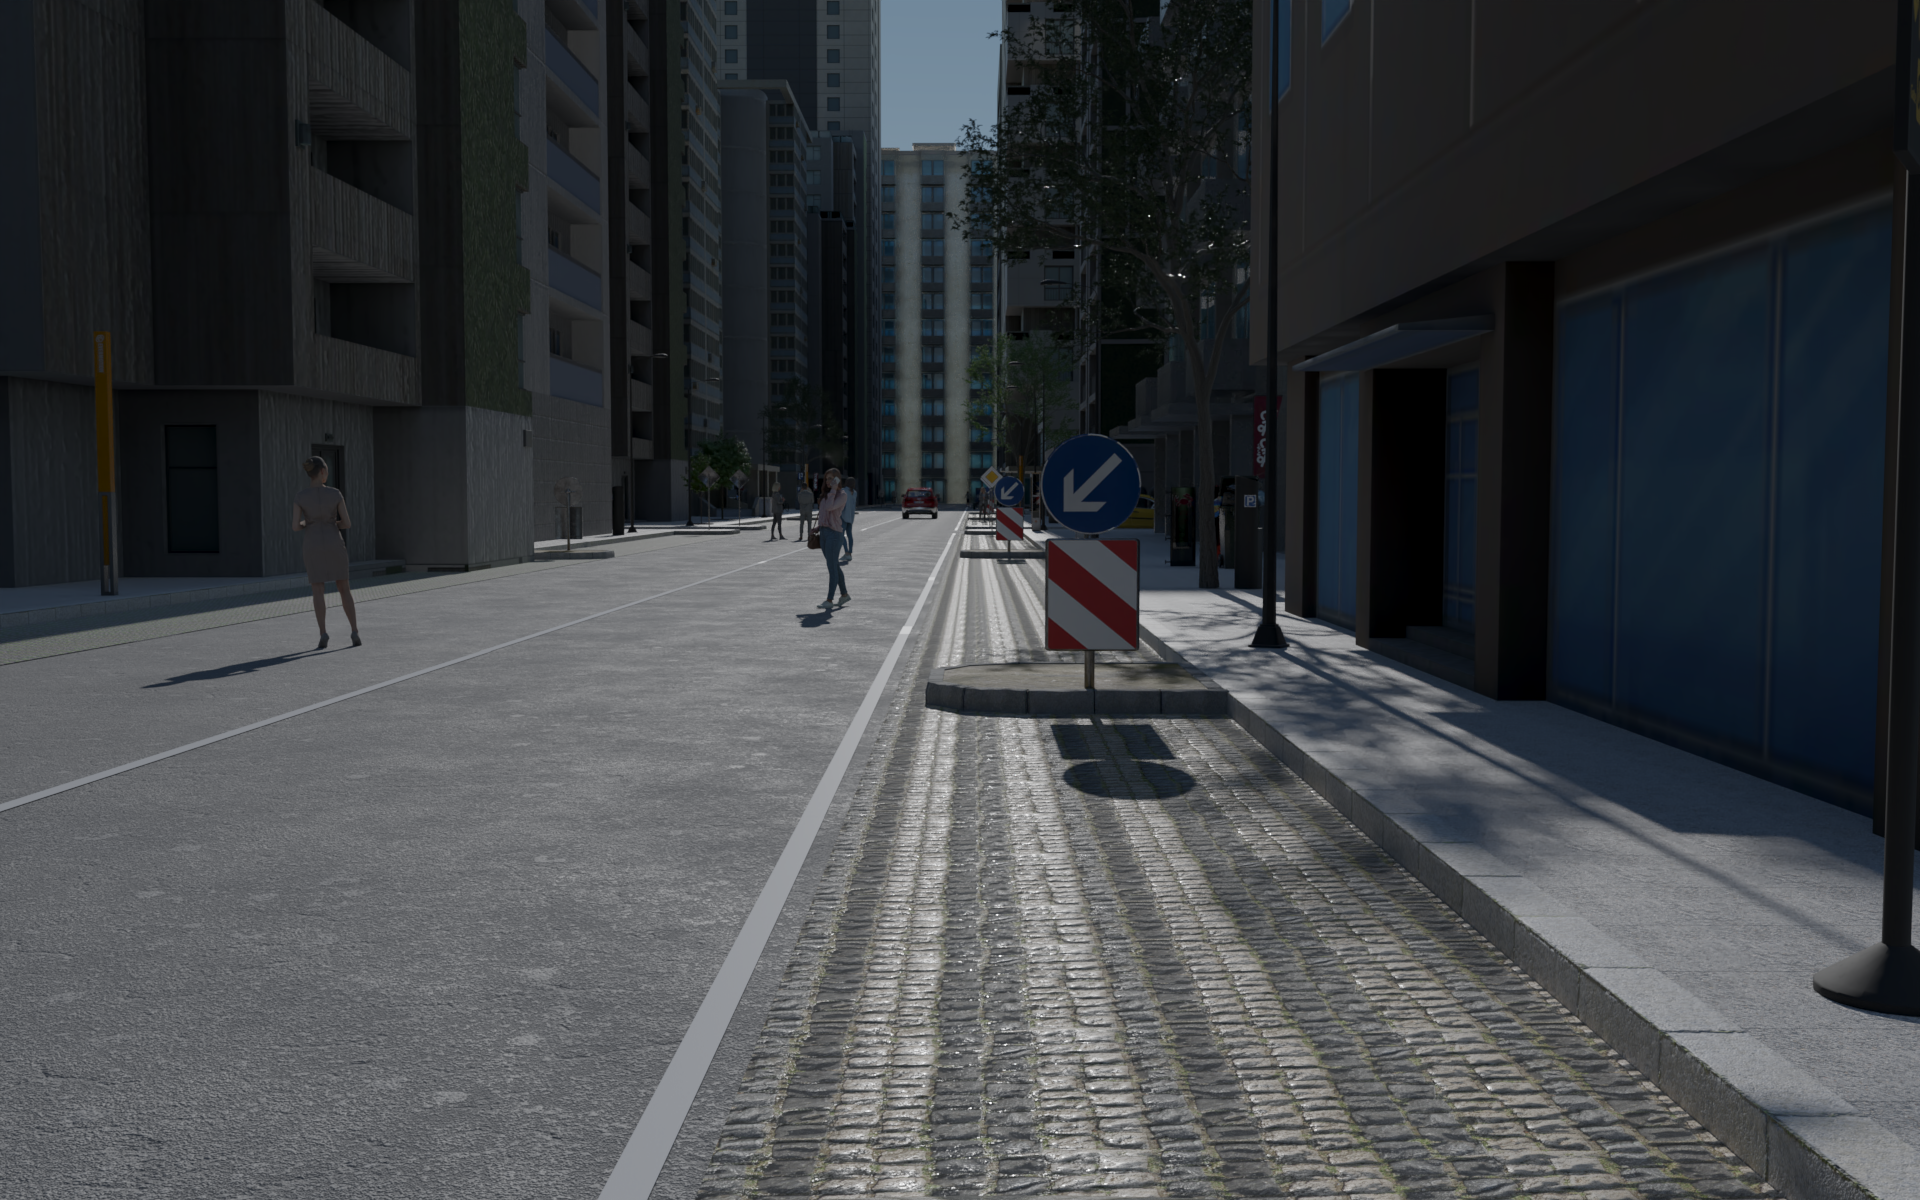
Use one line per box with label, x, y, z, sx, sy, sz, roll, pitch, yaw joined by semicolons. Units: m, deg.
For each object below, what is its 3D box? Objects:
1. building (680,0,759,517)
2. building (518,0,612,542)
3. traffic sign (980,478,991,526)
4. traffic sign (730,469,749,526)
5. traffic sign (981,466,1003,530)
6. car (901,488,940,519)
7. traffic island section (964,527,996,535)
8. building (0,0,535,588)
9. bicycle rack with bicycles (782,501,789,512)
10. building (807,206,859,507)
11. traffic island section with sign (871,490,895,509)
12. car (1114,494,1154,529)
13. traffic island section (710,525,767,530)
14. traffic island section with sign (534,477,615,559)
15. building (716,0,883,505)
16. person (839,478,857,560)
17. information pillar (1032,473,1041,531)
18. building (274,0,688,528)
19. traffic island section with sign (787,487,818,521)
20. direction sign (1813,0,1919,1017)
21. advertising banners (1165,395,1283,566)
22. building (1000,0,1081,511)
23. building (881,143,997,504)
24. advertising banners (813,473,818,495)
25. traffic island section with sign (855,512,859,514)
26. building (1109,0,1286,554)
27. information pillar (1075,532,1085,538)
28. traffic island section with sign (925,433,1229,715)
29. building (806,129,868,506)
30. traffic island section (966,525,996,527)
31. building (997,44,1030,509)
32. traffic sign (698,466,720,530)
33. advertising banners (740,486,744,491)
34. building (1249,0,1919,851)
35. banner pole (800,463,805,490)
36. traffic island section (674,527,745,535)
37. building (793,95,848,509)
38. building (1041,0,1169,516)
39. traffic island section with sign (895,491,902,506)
building;-27.631;-25.193;103.789;32.217;40.220;23.993;0;4;0
building;-25.301;-31.067;49.950;28.212;58.520;21.231;0;4;0
traffic sign;1.195;-4.021;69.383;0.795;2.450;0.064;0;4;0
traffic sign;-8.848;-4.027;69.484;0.795;2.450;0.064;0;4;0
traffic sign;1.131;-3.532;61.398;0.795;2.450;0.064;0;4;0
car;-2.343;-5.712;102.069;2.281;1.827;5.304;0;4;0
traffic island section;1.155;-2.397;61.475;2.009;0.180;2.903;0;4;0
building;-16.022;-15.718;28.693;14.160;30.474;14.107;0;4;0
bicycle rack with bicycles;-13.567;-6.905;126.279;2.852;0.926;2.925;3;5;41
building;-17.809;-24.699;175.531;14.160;30.474;14.107;0;4;0
traffic island section with sign;-7.732;-9.953;171.362;1.989;1.847;2.006;0;4;0
car;6.903;-3.350;65.004;3.980;1.641;2.015;0;4;2
traffic island section;-8.872;-2.891;69.546;2.009;0.180;2.903;0;4;0
traffic island section with sign;-8.795;-1.834;38.606;1.989;1.847;2.006;0;4;0
building;-20.220;-47.136;208.920;20.611;71.187;20.563;0;4;0
person;-2.452;-1.764;37.613;0.793;1.790;0.793;0;4;1
information pillar;2.644;-3.391;59.942;0.304;2.012;0.304;0;4;8
building;-20.357;-18.674;77.027;14.160;30.474;14.107;0;4;0
traffic island section with sign;-8.346;-5.230;94.146;1.989;1.847;2.006;0;4;0
direction sign;2.389;-0.754;4.320;0.379;3.537;0.876;2;4;35
advertising banners;4.675;-2.109;30.671;2.074;3.025;0.090;0;4;-3
building;16.631;-32.822;125.886;28.713;52.752;27.495;0;4;0
building;-3.587;-37.873;238.830;30.456;49.044;23.786;0;4;0
advertising banners;-12.457;-8.951;142.540;2.074;3.025;0.090;2;4;34
traffic island section with sign;-8.134;-6.914;121.667;1.989;1.847;2.006;0;4;0
building;16.537;-26.015;44.954;23.786;49.044;30.456;0;4;0
information pillar;3.127;-2.403;43.776;0.304;2.012;0.304;3;5;44
traffic island section with sign;0.761;-0.215;12.151;1.989;1.847;2.006;0;4;0
building;-17.583;-30.928;189.272;14.154;41.232;14.086;0;4;0
traffic island section;1.219;-2.886;69.460;2.009;0.180;2.903;0;4;0
building;14.620;-34.032;180.132;21.300;48.544;21.600;0;4;0
traffic sign;-8.912;-3.539;61.499;0.795;2.450;0.064;0;4;0
advertising banners;-16.161;-8.383;133.250;2.074;3.025;0.090;-2;4;-32
building;10.042;-22.060;10.797;14.600;45.320;14.200;0;4;0
banner pole;-12.619;-9.152;139.645;0.863;3.779;0.401;0;4;3
traffic island section;-8.936;-2.402;61.561;2.009;0.180;2.903;0;4;0
building;-26.643;-28.404;156.289;32.217;40.220;23.993;0;4;0
building;15.093;-39.997;92.200;20.563;71.187;20.611;0;4;0
traffic island section with sign;-7.501;-11.662;199.304;1.989;1.847;2.006;0;4;0
